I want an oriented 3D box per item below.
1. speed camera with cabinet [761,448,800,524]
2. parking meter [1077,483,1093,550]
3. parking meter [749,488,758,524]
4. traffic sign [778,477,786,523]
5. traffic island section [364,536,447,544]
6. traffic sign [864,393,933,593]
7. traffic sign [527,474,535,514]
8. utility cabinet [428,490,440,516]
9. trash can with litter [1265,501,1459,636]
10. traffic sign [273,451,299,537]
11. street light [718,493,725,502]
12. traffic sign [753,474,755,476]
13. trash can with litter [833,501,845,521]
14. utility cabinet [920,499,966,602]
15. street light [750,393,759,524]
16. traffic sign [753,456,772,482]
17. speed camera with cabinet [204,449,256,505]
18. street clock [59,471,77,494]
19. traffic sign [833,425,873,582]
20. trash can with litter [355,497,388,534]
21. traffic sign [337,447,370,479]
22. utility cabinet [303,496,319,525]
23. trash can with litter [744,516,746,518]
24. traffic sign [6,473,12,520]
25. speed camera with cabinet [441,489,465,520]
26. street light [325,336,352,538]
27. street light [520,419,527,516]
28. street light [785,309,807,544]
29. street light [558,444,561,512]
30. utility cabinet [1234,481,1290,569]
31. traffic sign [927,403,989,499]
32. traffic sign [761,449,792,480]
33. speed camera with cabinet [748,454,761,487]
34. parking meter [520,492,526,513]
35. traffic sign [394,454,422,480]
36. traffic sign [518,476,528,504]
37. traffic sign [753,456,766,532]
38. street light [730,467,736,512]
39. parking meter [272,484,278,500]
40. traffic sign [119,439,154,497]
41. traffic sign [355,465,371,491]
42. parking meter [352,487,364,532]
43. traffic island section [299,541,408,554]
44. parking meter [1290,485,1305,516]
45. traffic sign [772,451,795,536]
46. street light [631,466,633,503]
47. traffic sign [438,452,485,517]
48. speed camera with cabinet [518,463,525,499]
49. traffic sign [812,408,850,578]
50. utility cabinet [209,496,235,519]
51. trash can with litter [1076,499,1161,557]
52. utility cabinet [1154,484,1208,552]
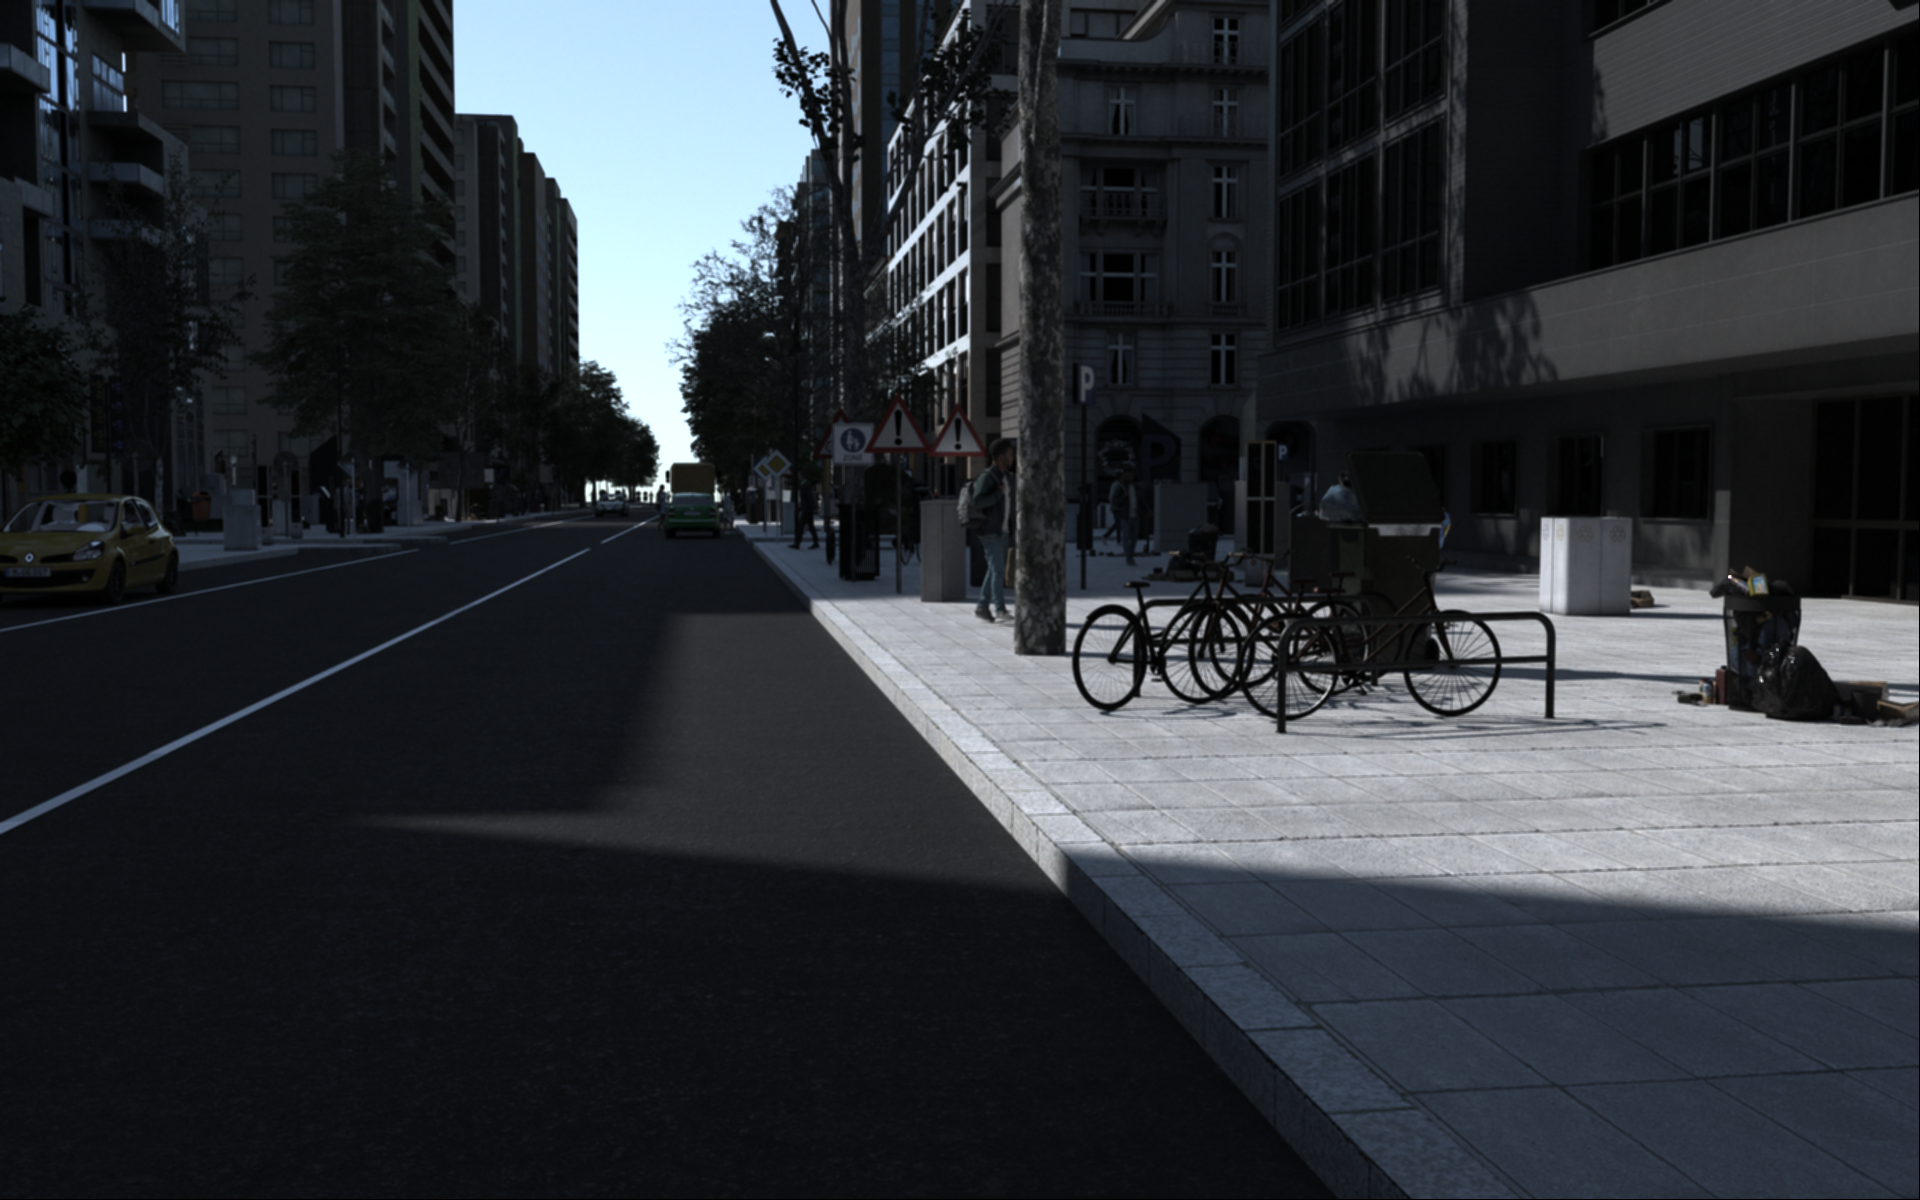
[{"bbox_3d":[-7.514,-4.902,74.477,2.038,3.252,0.660,3,5,42],"label":"speed camera with cabinet"},{"bbox_3d":[2.880,-1.927,39.919,0.372,1.533,0.369,0,3,0],"label":"parking meter"},{"bbox_3d":[-8.836,-4.007,73.929,0.372,1.533,0.369,0,3,0],"label":"parking meter"},{"bbox_3d":[-8.141,-4.762,77.970,0.768,2.556,0.104,0,4,-3],"label":"traffic sign"},{"bbox_3d":[-16.256,-1.755,50.980,2.009,0.180,2.903,-1,4,-8],"label":"traffic island section"},{"bbox_3d":[-0.794,-1.369,22.382,0.884,2.594,0.081,0,4,-1],"label":"traffic sign"},{"bbox_3d":[-27.834,-6.841,111.963,0.768,2.556,0.104,0,4,-1],"label":"traffic sign"},{"bbox_3d":[-26.638,-4.840,87.812,0.318,1.500,1.173,0,4,-2],"label":"utility cabinet"},{"bbox_3d":[3.773,-0.326,16.392,2.233,1.210,1.678,-1,4,-11],"label":"trash can with litter"},{"bbox_3d":[-19.910,-3.123,51.174,0.768,2.556,0.104,0,4,1],"label":"traffic sign"},{"bbox_3d":[-31.991,-15.903,232.799,0.468,5.910,1.993,-1,4,-8],"label":"street light"},{"bbox_3d":[-12.772,-6.605,108.101,0.768,2.556,0.104,0,4,-2],"label":"traffic sign"},{"bbox_3d":[-5.587,-4.433,83.864,1.055,1.170,0.624,-1,4,-21],"label":"trash can with litter"},{"bbox_3d":[-0.202,-0.601,20.987,0.306,1.237,1.020,1,4,16],"label":"utility cabinet"},{"bbox_3d":[-8.859,-6.271,75.323,0.468,5.910,1.993,-1,4,-8],"label":"street light"},{"bbox_3d":[-5.848,-3.072,52.421,0.795,2.593,0.064,-1,4,-8],"label":"traffic sign"},{"bbox_3d":[-32.025,-4.998,76.057,2.038,3.252,0.660,0,4,-2],"label":"speed camera with cabinet"},{"bbox_3d":[-27.441,-2.985,53.374,0.471,2.002,0.358,-1,4,-12],"label":"street clock"},{"bbox_3d":[-1.551,-1.407,25.141,0.606,2.300,0.079,0,4,-3],"label":"traffic sign"},{"bbox_3d":[-19.167,-2.751,56.370,0.624,1.170,1.055,1,4,17],"label":"trash can with litter"},{"bbox_3d":[-15.069,-2.497,43.016,0.795,2.593,0.064,-1,4,-8],"label":"traffic sign"},{"bbox_3d":[-26.898,-3.707,71.775,0.306,1.237,1.020,-3,5,-41],"label":"utility cabinet"},{"bbox_3d":[-10.548,-4.747,88.998,1.055,1.170,0.624,-2,4,-24],"label":"trash can with litter"},{"bbox_3d":[-16.913,-1.877,30.795,0.768,2.556,0.104,0,4,-6],"label":"traffic sign"},{"bbox_3d":[-25.607,-5.690,87.369,0.660,3.252,2.038,0,4,2],"label":"speed camera with cabinet"},{"bbox_3d":[-18.182,-4.772,50.809,0.468,5.910,1.993,-1,4,-8],"label":"street light"},{"bbox_3d":[-25.768,-7.898,101.921,0.468,5.910,1.993,-1,4,-8],"label":"street light"},{"bbox_3d":[-4.119,-4.329,43.569,0.468,5.910,1.993,-1,4,-8],"label":"street light"},{"bbox_3d":[-29.465,-9.444,127.196,0.468,5.910,1.993,-1,4,-8],"label":"street light"},{"bbox_3d":[5.144,-1.269,29.431,1.173,1.500,0.318,-3,5,-44],"label":"utility cabinet"},{"bbox_3d":[-0.031,-1.514,24.753,0.884,2.594,0.081,0,4,-5],"label":"traffic sign"},{"bbox_3d":[-4.684,-2.589,44.521,0.795,2.593,0.064,-1,4,-8],"label":"traffic sign"},{"bbox_3d":[-9.836,-5.587,85.680,0.660,3.252,2.038,-2,4,-28],"label":"speed camera with cabinet"},{"bbox_3d":[-29.479,-6.632,116.851,0.372,1.533,0.369,0,3,0],"label":"parking meter"},{"bbox_3d":[-16.234,-2.980,50.916,0.795,2.593,0.064,-1,4,-8],"label":"traffic sign"},{"bbox_3d":[-26.783,-6.467,105.839,0.768,2.556,0.104,0,4,-3],"label":"traffic sign"},{"bbox_3d":[-6.604,-3.570,58.473,0.768,2.556,0.104,0,4,1],"label":"traffic sign"},{"bbox_3d":[-19.880,-10.836,149.961,0.468,5.910,1.993,-1,4,-8],"label":"street light"},{"bbox_3d":[-38.244,-5.557,96.569,0.255,1.863,0.399,1,4,9],"label":"parking meter"},{"bbox_3d":[-18.857,-2.420,39.673,0.768,2.556,0.104,0,4,-6],"label":"traffic sign"},{"bbox_3d":[-22.863,-4.037,66.116,0.768,2.556,0.104,0,4,1],"label":"traffic sign"},{"bbox_3d":[-20.299,-3.058,58.417,0.372,1.533,0.369,0,3,0],"label":"parking meter"},{"bbox_3d":[-15.091,-1.272,43.080,2.009,0.180,2.903,-1,4,-8],"label":"traffic island section"},{"bbox_3d":[9.084,-2.339,46.660,0.372,1.533,0.369,0,3,0],"label":"parking meter"},{"bbox_3d":[-5.436,-3.224,52.717,0.884,2.594,0.081,0,4,-5],"label":"traffic sign"},{"bbox_3d":[-49.167,-17.565,259.968,0.468,5.910,1.993,-1,4,-8],"label":"street light"},{"bbox_3d":[-24.321,-5.541,84.468,2.265,3.308,0.079,0,4,-1],"label":"traffic sign"},{"bbox_3d":[-28.464,-7.008,108.913,2.038,3.252,0.660,0,4,4],"label":"speed camera with cabinet"},{"bbox_3d":[-1.803,-1.607,26.271,0.884,2.594,0.081,0,4,-3],"label":"traffic sign"},{"bbox_3d":[-29.498,-3.545,69.128,1.020,1.237,0.306,0,4,3],"label":"utility cabinet"},{"bbox_3d":[3.292,-1.521,35.927,2.233,1.210,1.678,-2,4,-24],"label":"trash can with litter"},{"bbox_3d":[4.880,-1.813,38.323,1.173,1.500,0.318,-1,4,-20],"label":"utility cabinet"}]
